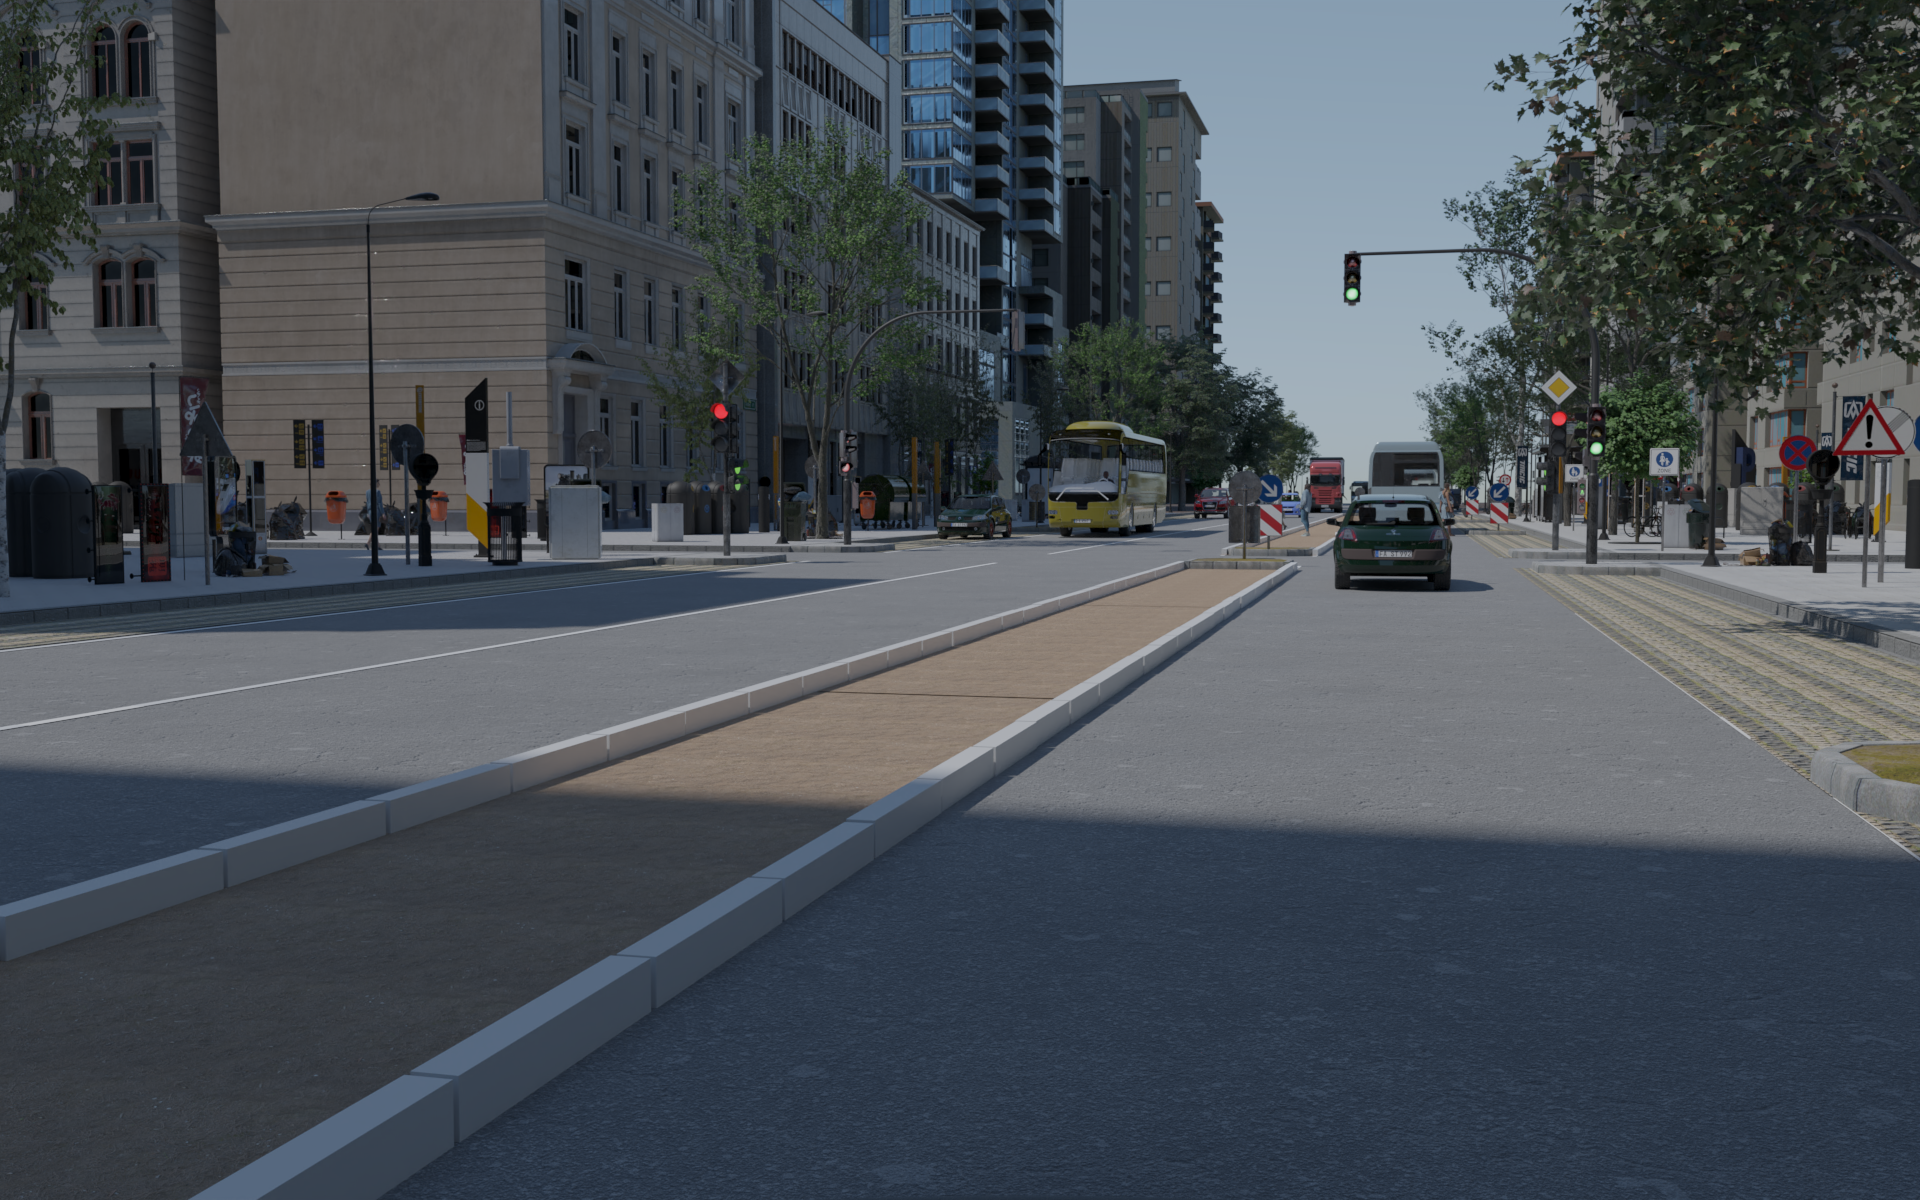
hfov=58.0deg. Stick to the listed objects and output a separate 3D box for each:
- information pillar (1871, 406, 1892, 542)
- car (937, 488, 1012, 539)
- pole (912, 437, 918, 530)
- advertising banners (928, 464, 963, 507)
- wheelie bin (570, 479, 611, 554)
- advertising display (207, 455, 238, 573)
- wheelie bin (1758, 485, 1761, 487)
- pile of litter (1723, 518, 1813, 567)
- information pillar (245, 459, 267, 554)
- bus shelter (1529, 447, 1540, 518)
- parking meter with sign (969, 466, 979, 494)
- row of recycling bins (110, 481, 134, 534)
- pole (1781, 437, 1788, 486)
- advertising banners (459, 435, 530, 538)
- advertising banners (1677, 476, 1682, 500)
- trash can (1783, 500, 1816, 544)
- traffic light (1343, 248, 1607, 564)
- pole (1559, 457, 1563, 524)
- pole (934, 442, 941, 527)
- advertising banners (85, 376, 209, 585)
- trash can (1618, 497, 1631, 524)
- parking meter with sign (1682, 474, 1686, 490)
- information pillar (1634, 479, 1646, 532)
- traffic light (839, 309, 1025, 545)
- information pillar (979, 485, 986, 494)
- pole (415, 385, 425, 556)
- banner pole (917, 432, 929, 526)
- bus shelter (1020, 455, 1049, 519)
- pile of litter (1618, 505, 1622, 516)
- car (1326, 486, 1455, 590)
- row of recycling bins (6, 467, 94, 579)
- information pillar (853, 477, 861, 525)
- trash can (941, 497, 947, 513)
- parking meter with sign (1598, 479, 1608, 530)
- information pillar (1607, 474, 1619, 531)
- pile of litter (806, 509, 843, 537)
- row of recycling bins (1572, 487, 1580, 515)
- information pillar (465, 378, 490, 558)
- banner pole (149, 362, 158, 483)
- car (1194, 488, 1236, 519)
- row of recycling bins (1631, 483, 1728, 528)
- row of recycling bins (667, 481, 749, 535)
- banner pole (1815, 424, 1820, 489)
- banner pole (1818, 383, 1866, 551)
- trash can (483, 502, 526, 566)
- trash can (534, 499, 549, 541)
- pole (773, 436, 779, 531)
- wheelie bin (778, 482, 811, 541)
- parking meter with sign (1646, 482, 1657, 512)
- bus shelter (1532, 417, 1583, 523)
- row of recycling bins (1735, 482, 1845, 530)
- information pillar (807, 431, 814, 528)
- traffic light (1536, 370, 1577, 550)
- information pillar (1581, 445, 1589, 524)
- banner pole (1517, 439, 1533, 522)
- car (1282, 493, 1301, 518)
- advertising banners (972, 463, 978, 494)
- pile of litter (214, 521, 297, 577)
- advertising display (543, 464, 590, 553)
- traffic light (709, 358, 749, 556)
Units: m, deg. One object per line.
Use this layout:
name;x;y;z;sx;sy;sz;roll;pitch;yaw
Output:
information pillar;24.511;-3.341;45.988;0.183;3.616;0.504;-1;4;-15
car;0.486;-2.807;55.680;2.009;1.686;4.222;1;4;14
pole;-1.631;-4.189;62.333;0.158;3.312;0.155;0;3;0
advertising banners;-0.841;-6.240;98.218;2.074;3.025;0.090;1;4;13
wheelie bin;-7.790;-1.732;36.230;0.980;1.594;0.693;-1;4;-10
advertising display;-12.159;-1.430;28.587;0.123;1.923;0.974;0;4;-3
wheelie bin;28.740;-3.327;62.305;0.693;1.594;0.980;2;4;30
pile of litter;14.581;-1.052;31.161;1.719;0.858;1.176;1;4;9
information pillar;-15.013;-1.985;36.943;0.304;2.012;0.304;3;5;41
bus shelter;30.386;-6.000;89.378;1.731;3.624;6.357;1;4;14
parking meter with sign;1.271;-6.777;107.056;0.543;3.016;1.738;-2;4;-34
row of recycling bins;-28.548;-3.033;56.709;3.534;1.692;1.069;1;4;20
pole;29.295;-4.142;61.564;0.158;3.312;0.155;0;3;0
advertising banners;-13.570;-3.319;50.458;2.074;3.025;0.090;0;4;4
advertising banners;30.620;-4.728;73.483;0.090;3.025;2.074;1;4;12
trash can;20.869;-1.922;43.085;0.748;1.137;0.748;0;3;0
traffic light;9.505;-3.509;32.033;4.771;5.953;1.251;1;4;14
pole;25.738;-4.919;74.273;0.158;3.312;0.155;0;3;0
pole;-0.922;-4.512;67.622;0.158;3.312;0.155;0;3;0
advertising banners;-11.770;-1.775;25.209;0.090;3.025;2.074;2;4;28
trash can;27.995;-3.774;73.363;0.748;1.137;0.748;0;3;0
parking meter with sign;45.038;-6.796;107.382;0.543;3.016;1.738;3;4;36
information pillar;22.872;-3.289;58.269;0.304;2.012;0.304;2;4;32
traffic light;-0.774;-4.185;43.100;4.771;5.953;1.251;1;4;14
information pillar;1.326;-6.017;102.867;0.304;2.012;0.304;-1;4;-23
pole;-10.106;-2.364;32.492;0.158;3.312;0.155;0;3;0
banner pole;-1.586;-4.900;70.124;0.401;3.779;0.863;-3;4;-36
bus shelter;4.746;-6.026;92.452;2.014;3.302;5.546;1;4;14
pile of litter;36.997;-4.990;95.548;1.176;0.858;1.719;-2;4;-29
car;6.781;-1.069;27.259;2.009;1.686;4.222;1;4;13
row of recycling bins;-14.701;-1.240;27.379;3.534;1.692;1.069;3;5;44
information pillar;-4.317;-4.180;72.838;0.304;2.012;0.304;-1;4;-11
trash can;-1.025;-5.199;96.665;0.748;1.137;0.748;0;3;0
parking meter with sign;23.228;-4.074;62.867;0.543;3.016;1.738;2;4;31
information pillar;22.522;-3.378;59.722;0.304;2.012;0.304;2;4;27
pile of litter;-4.212;-2.338;52.195;1.176;0.858;1.719;-2;4;-29
row of recycling bins;38.199;-6.027;105.660;3.534;1.692;1.069;1;4;11
information pillar;-9.721;-2.666;34.943;0.504;3.616;0.183;1;4;13
banner pole;-15.406;-2.636;33.122;0.401;3.779;0.863;-2;4;-28
car;15.136;-5.746;102.621;2.281;1.827;5.304;1;4;16
row of recycling bins;27.660;-3.639;66.614;3.534;1.692;1.069;2;4;35
row of recycling bins;-8.074;-2.950;55.350;1.069;1.692;3.534;2;4;32
banner pole;30.871;-4.405;62.037;0.401;3.779;0.863;-2;4;-28
banner pole;19.862;-2.991;38.914;0.863;3.779;0.401;1;4;19
trash can;-8.184;-1.191;31.133;0.748;1.137;0.748;0;3;0
trash can;-11.260;-2.185;47.377;0.748;1.137;0.748;0;3;0
pole;-6.467;-4.103;60.922;0.158;3.312;0.155;0;3;0
wheelie bin;-4.518;-2.398;47.116;0.980;1.594;0.693;1;4;10
parking meter with sign;42.445;-6.816;107.699;1.738;3.016;0.543;2;4;25
bus shelter;28.012;-6.337;81.250;2.179;5.291;8.768;1;4;15
row of recycling bins;28.884;-3.255;60.329;3.534;1.692;1.069;3;5;40
information pillar;-5.539;-4.486;64.695;0.183;3.616;0.504;1;4;22
traffic light;13.556;-3.086;39.379;0.839;4.253;0.868;1;4;14
information pillar;26.847;-5.076;74.355;0.183;3.616;0.504;-1;4;-21
banner pole;25.763;-5.434;78.864;0.863;3.779;0.401;1;4;14
car;20.024;-5.866;105.501;1.945;1.707;3.694;1;4;13
advertising banners;0.843;-6.091;95.771;0.090;3.025;2.074;0;4;-7
pile of litter;-11.135;-0.828;27.501;1.176;0.858;1.719;1;4;20
advertising display;-8.536;-1.983;37.635;0.974;1.923;0.123;0;4;-7
traffic light;-4.824;-2.871;35.860;0.839;4.253;0.868;1;4;14
